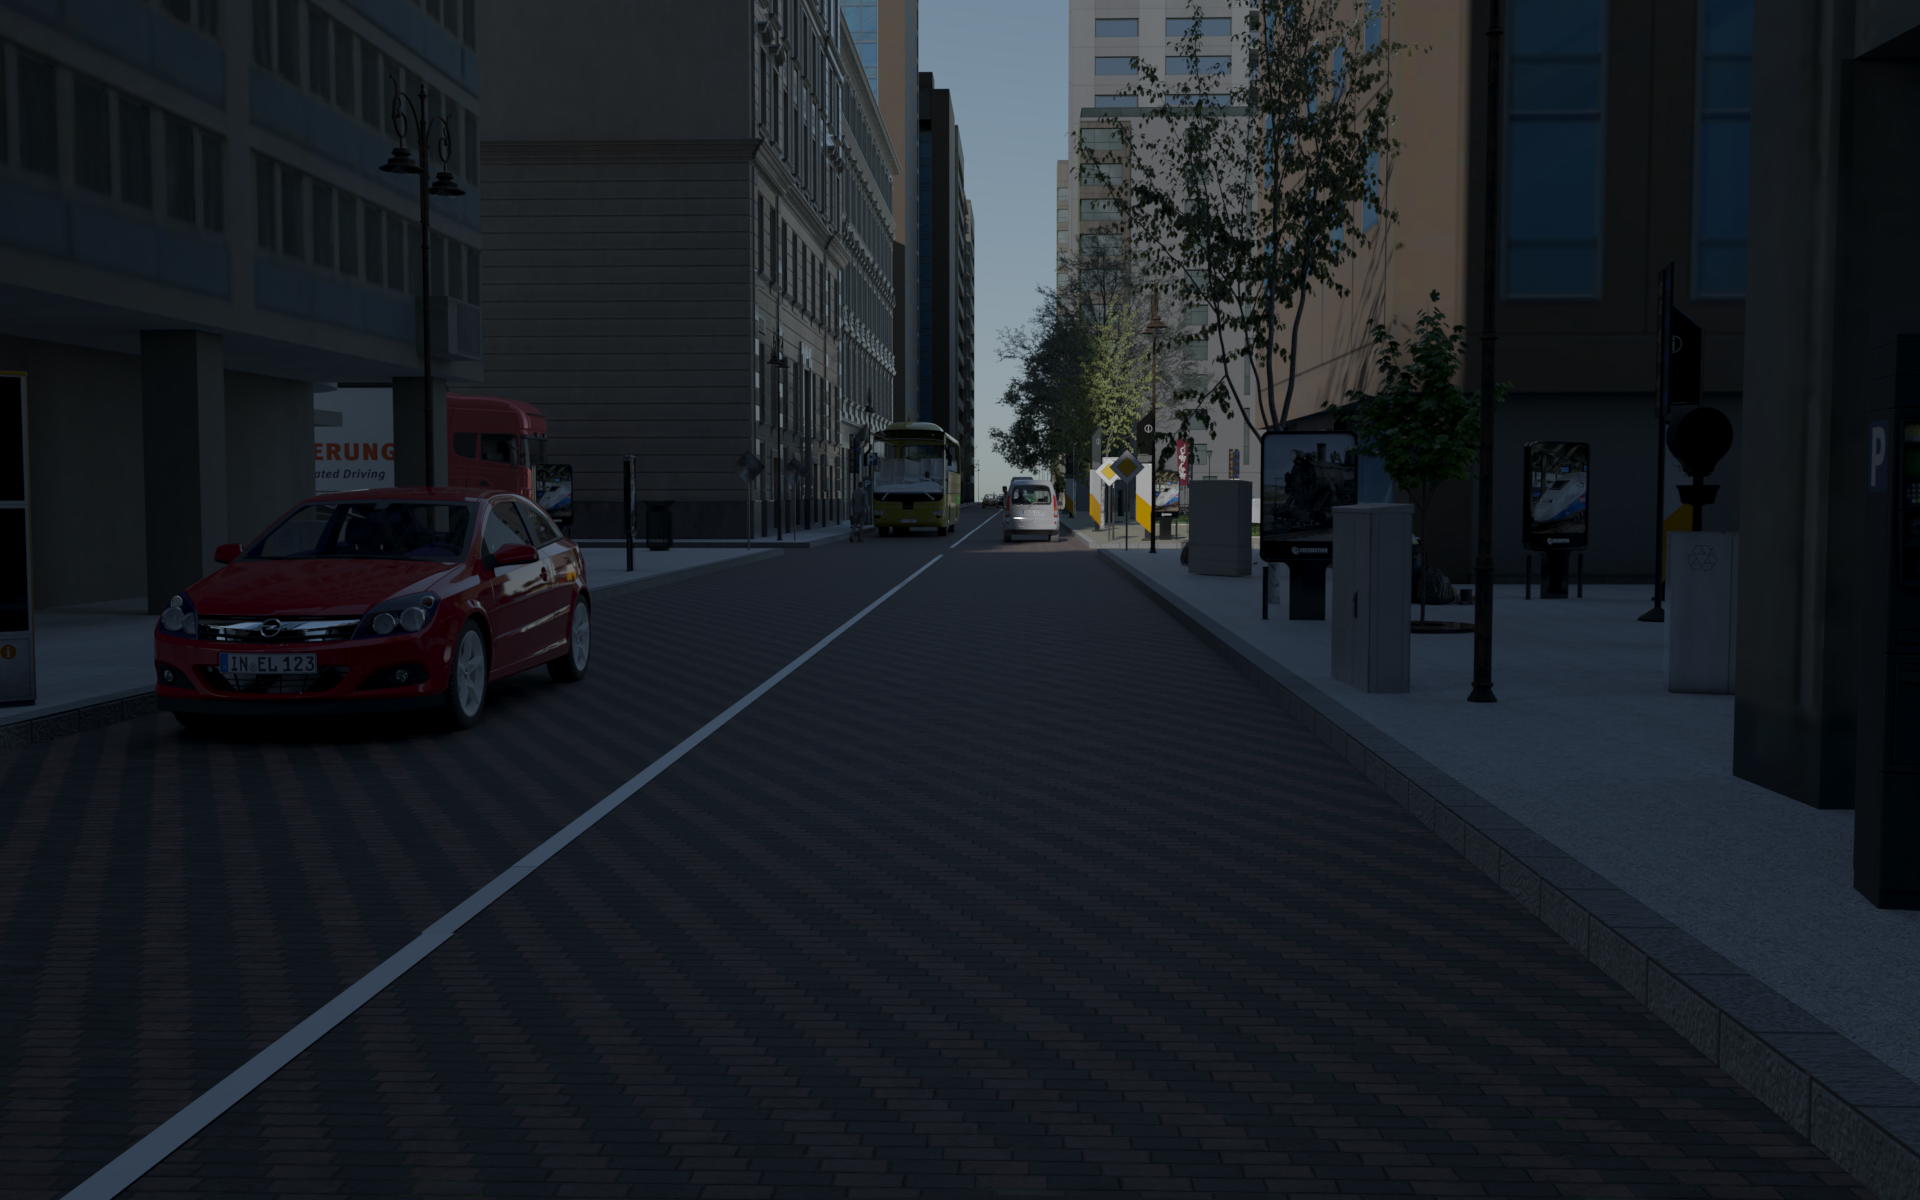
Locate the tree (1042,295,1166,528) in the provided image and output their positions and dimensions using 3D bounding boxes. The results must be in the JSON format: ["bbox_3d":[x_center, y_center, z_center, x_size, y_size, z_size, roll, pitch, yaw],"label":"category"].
[{"bbox_3d":[5.516,-7.032,65.342,4.737,8.622,4.395,0,3,0],"label":"tree"}]

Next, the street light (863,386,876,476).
[{"bbox_3d":[-3.890,-6.225,74.569,0.468,5.910,1.993,0,4,2],"label":"street light"}]

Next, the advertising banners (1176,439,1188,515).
[{"bbox_3d":[7.509,-3.557,54.341,0.090,3.025,2.074,-3,4,-37],"label":"advertising banners"}]

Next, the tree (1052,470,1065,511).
[{"bbox_3d":[7.698,-8.552,134.433,1.663,3.219,1.824,0,3,0],"label":"tree"}]

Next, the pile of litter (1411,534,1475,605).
[{"bbox_3d":[5.437,-0.408,20.631,1.176,0.858,1.719,-2,4,-31],"label":"pile of litter"}]

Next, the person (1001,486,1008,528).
[{"bbox_3d":[1.972,-3.913,72.826,0.721,1.781,0.623,-3,5,-39],"label":"person"}]

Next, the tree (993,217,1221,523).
[{"bbox_3d":[6.654,-10.250,77.960,12.009,13.543,11.850,0,3,0],"label":"tree"}]

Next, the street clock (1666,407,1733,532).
[{"bbox_3d":[6.190,-0.610,14.547,0.471,2.002,0.358,0,3,0],"label":"street clock"}]

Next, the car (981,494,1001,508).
[{"bbox_3d":[3.125,-10.105,175.442,2.015,1.641,3.980,0,4,2],"label":"car"}]

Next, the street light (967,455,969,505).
[{"bbox_3d":[0.897,-14.350,207.404,0.468,5.910,1.993,0,4,2],"label":"street light"}]

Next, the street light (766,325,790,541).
[{"bbox_3d":[-4.980,-4.578,47.633,0.468,5.910,1.993,0,4,2],"label":"street light"}]

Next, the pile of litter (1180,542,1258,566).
[{"bbox_3d":[4.693,-1.059,31.286,1.719,0.858,1.176,-2,4,-25],"label":"pile of litter"}]

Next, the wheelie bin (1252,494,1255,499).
[{"bbox_3d":[11.119,-3.688,68.209,0.980,1.594,0.693,1,4,13],"label":"wheelie bin"}]

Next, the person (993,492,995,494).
[{"bbox_3d":[5.188,-15.794,267.421,1.217,1.739,0.721,3,4,36],"label":"person"}]

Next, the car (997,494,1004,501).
[{"bbox_3d":[6.704,-16.023,270.778,1.959,1.807,4.718,0,4,1],"label":"car"}]

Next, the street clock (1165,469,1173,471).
[{"bbox_3d":[6.098,-2.837,50.954,0.358,2.002,0.471,-1,4,-17],"label":"street clock"}]

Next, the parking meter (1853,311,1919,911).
[{"bbox_3d":[2.994,0.019,5.406,0.255,1.863,0.399,1,4,14],"label":"parking meter"}]

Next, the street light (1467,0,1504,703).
[{"bbox_3d":[3.233,-2.309,10.546,0.468,5.910,1.993,0,4,2],"label":"street light"}]

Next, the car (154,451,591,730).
[{"bbox_3d":[-3.829,-0.174,11.888,2.155,1.783,4.494,0,4,2],"label":"car"}]

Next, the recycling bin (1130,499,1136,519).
[{"bbox_3d":[9.186,-4.679,89.051,0.722,1.027,0.722,-1,4,-13],"label":"recycling bin"}]

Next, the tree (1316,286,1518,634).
[{"bbox_3d":[4.418,-1.319,16.162,1.663,3.219,1.824,0,3,0],"label":"tree"}]

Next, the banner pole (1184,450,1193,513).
[{"bbox_3d":[11.220,-5.825,85.262,0.401,3.779,0.863,-2,4,-29],"label":"banner pole"}]

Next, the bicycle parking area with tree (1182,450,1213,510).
[{"bbox_3d":[18.959,-7.784,114.274,8.231,4.147,9.016,0,4,3],"label":"bicycle parking area with tree"}]

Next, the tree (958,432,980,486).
[{"bbox_3d":[0.059,-15.238,199.509,4.360,8.622,3.978,0,3,0],"label":"tree"}]

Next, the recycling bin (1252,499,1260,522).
[{"bbox_3d":[10.719,-3.114,63.473,0.722,1.027,0.722,1,4,10],"label":"recycling bin"}]

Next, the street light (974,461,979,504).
[{"bbox_3d":[1.942,-16.023,234.757,0.468,5.910,1.993,0,4,2],"label":"street light"}]

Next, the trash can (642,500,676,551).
[{"bbox_3d":[-6.787,-1.679,39.104,0.748,1.137,0.748,0,3,0],"label":"trash can"}]

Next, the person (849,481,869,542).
[{"bbox_3d":[-3.020,-2.660,52.106,0.709,1.813,0.853,2,4,23],"label":"person"}]

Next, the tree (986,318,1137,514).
[{"bbox_3d":[6.865,-11.847,110.704,9.611,12.733,9.660,0,3,0],"label":"tree"}]

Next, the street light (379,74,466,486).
[{"bbox_3d":[-6.053,-2.868,19.678,0.468,5.910,1.993,0,4,2],"label":"street light"}]

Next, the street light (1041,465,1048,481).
[{"bbox_3d":[11.007,-15.538,226.830,0.468,5.910,1.993,0,4,2],"label":"street light"}]

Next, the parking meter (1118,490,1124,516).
[{"bbox_3d":[9.278,-5.588,99.778,0.372,1.533,0.369,0,3,0],"label":"parking meter"}]

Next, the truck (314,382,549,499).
[{"bbox_3d":[-15.424,-3.338,43.494,11.283,4.237,2.839,0,4,1],"label":"truck"}]

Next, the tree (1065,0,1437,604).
[{"bbox_3d":[3.589,-4.278,20.308,4.360,8.622,3.978,0,3,0],"label":"tree"}]

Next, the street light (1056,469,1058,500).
[{"bbox_3d":[8.032,-10.453,143.701,0.468,5.910,1.993,0,4,2],"label":"street light"}]

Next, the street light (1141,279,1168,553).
[{"bbox_3d":[4.195,-3.957,37.487,0.468,5.910,1.993,0,4,2],"label":"street light"}]

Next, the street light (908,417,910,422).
[{"bbox_3d":[-3.001,-7.904,102.015,0.468,5.910,1.993,0,4,2],"label":"street light"}]

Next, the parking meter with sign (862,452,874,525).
[{"bbox_3d":[-3.805,-4.616,71.728,0.543,3.016,1.738,0,4,6],"label":"parking meter with sign"}]

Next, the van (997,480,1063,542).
[{"bbox_3d":[2.145,-2.792,52.662,2.013,2.044,4.112,0,4,1],"label":"van"}]
